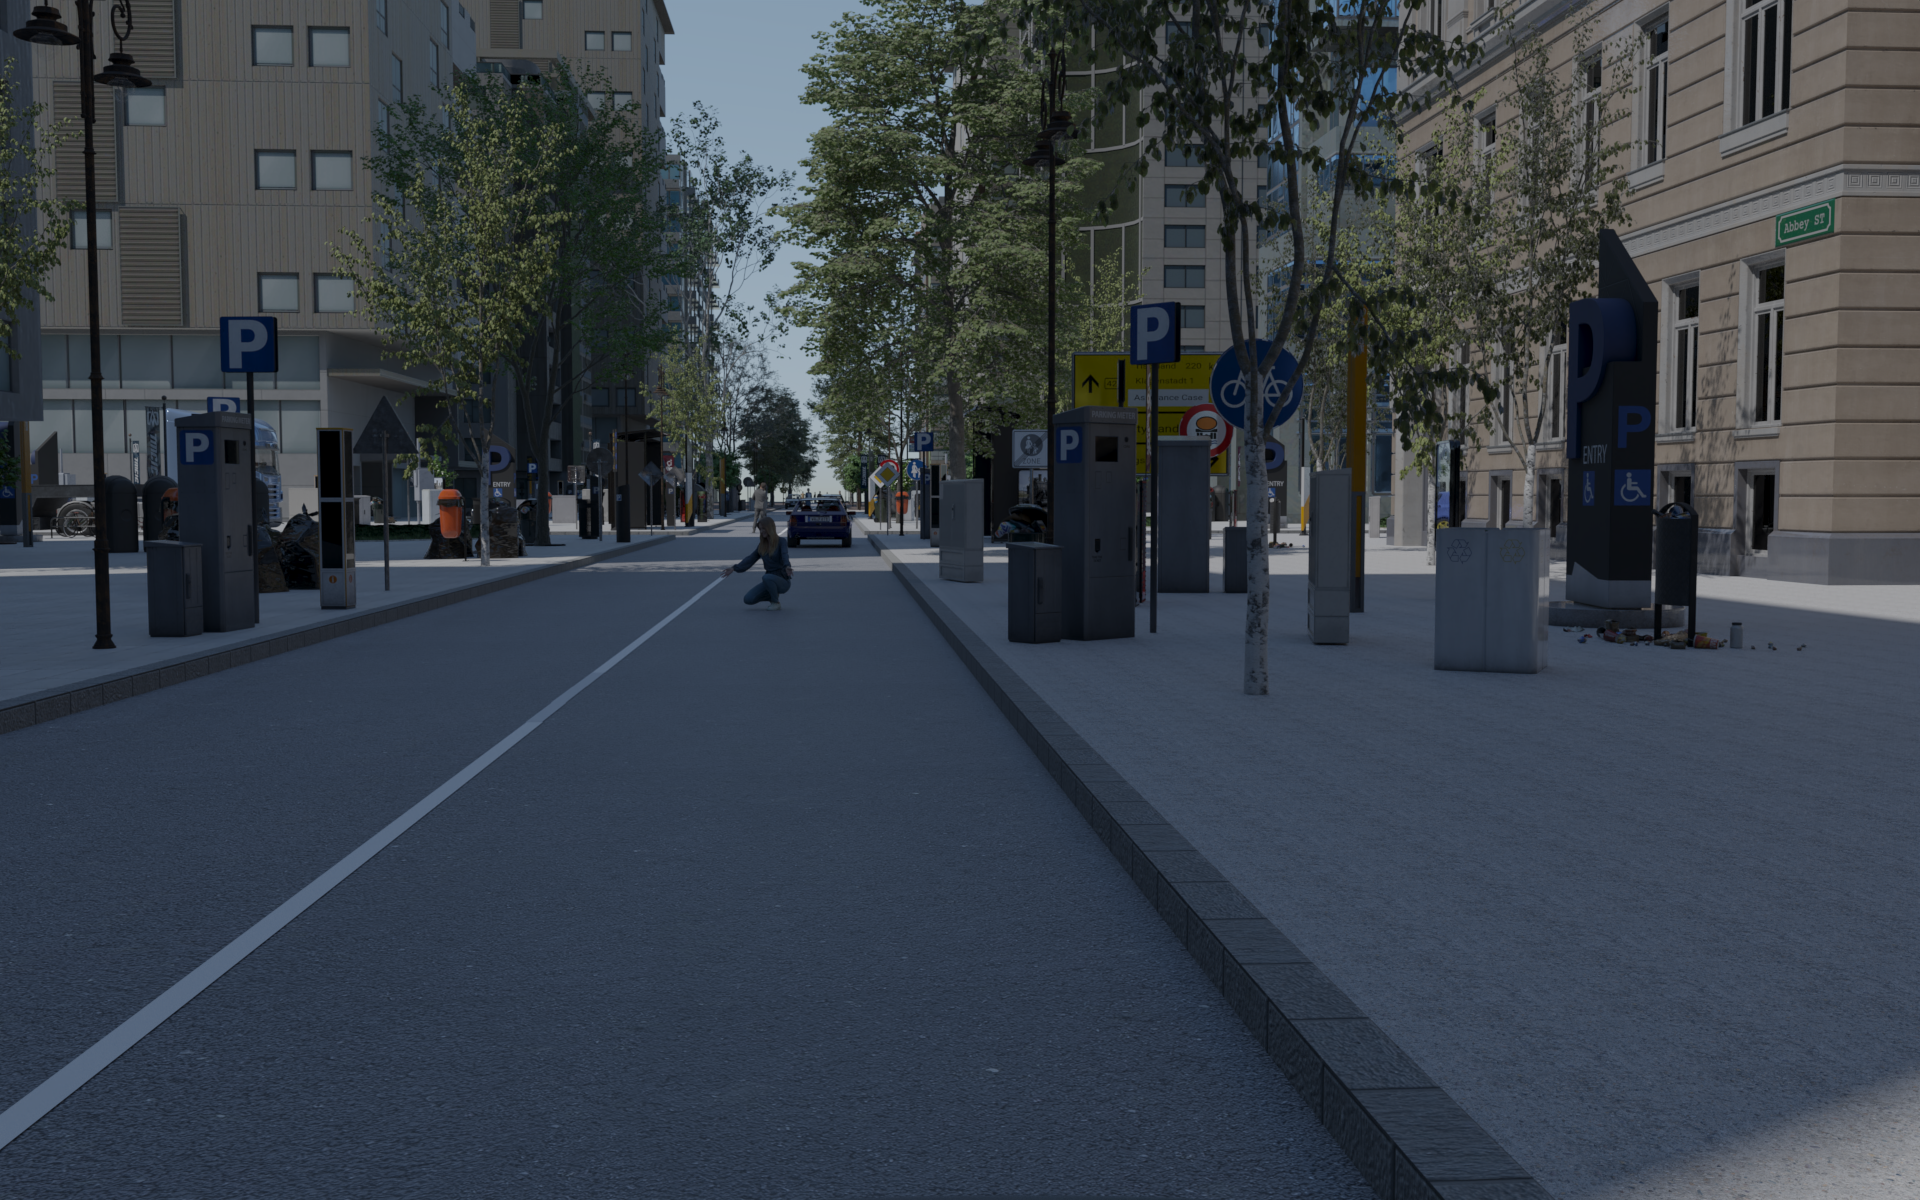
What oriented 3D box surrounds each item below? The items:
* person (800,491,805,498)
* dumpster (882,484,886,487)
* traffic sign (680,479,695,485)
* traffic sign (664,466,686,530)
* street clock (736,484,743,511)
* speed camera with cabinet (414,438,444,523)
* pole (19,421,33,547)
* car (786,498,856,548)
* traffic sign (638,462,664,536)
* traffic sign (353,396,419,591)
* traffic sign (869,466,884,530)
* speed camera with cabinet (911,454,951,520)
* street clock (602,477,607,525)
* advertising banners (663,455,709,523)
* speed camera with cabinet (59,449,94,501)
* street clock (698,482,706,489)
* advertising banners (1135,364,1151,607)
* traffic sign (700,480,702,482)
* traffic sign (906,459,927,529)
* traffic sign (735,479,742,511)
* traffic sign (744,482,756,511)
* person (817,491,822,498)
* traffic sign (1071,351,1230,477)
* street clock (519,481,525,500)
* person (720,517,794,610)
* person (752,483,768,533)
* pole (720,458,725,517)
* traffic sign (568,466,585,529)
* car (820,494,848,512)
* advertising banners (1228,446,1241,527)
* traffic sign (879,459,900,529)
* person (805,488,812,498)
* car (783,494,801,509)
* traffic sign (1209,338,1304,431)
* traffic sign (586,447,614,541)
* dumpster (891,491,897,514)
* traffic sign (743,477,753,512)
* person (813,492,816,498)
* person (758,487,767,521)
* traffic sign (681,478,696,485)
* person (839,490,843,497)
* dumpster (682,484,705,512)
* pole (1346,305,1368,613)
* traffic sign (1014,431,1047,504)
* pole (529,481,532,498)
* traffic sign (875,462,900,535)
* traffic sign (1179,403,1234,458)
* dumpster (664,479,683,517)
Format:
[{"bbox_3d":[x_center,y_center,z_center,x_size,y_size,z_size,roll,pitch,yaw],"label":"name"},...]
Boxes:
[{"bbox_3d":[-20.629,-13.393,227.562,1.348,1.812,0.705,1,4,12],"label":"person"},{"bbox_3d":[-3.686,-5.644,94.769,1.502,2.255,1.985,0,4,-4],"label":"dumpster"},{"bbox_3d":[-15.206,-5.900,96.463,0.884,2.594,0.081,0,4,-1],"label":"traffic sign"},{"bbox_3d":[-10.058,-3.515,61.115,0.795,2.450,0.064,0,4,-4],"label":"traffic sign"},{"bbox_3d":[-16.426,-7.613,129.049,0.358,2.002,0.471,3,4,38],"label":"street clock"},{"bbox_3d":[-18.719,-4.085,61.118,0.660,3.252,2.038,-2,4,-31],"label":"speed camera with cabinet"},{"bbox_3d":[-22.490,-2.928,41.709,0.158,3.312,0.155,0,3,0],"label":"pole"},{"bbox_3d":[-3.845,-2.150,47.732,1.945,1.354,3.894,0,4,-3],"label":"car"},{"bbox_3d":[-9.472,-3.028,53.151,0.795,2.450,0.064,0,4,-4],"label":"traffic sign"},{"bbox_3d":[-7.608,-1.402,22.934,0.884,2.594,0.081,0,4,-1],"label":"traffic sign"},{"bbox_3d":[-2.832,-3.546,61.625,0.795,2.450,0.064,0,4,-4],"label":"traffic sign"},{"bbox_3d":[-1.352,-5.534,84.823,2.038,3.252,0.660,0,4,-3],"label":"speed camera with cabinet"},{"bbox_3d":[-14.855,-4.107,71.715,0.471,2.002,0.358,1,4,9],"label":"street clock"},{"bbox_3d":[-12.353,-5.010,78.103,2.074,3.025,0.090,-1,4,-19],"label":"advertising banners"},{"bbox_3d":[-38.468,-4.972,75.632,2.038,3.252,0.660,1,4,11],"label":"speed camera with cabinet"},{"bbox_3d":[-15.533,-6.105,104.389,0.471,2.002,0.358,1,4,14],"label":"street clock"},{"bbox_3d":[2.157,-1.486,20.476,0.090,3.025,2.074,1,4,11],"label":"advertising banners"},{"bbox_3d":[-16.813,-6.991,114.407,0.768,2.556,0.104,0,4,2],"label":"traffic sign"},{"bbox_3d":[-1.586,-3.895,63.793,0.768,2.556,0.104,0,4,1],"label":"traffic sign"},{"bbox_3d":[-16.916,-8.023,131.287,0.768,2.556,0.104,0,4,-2],"label":"traffic sign"},{"bbox_3d":[-15.709,-7.932,129.696,0.884,2.594,0.081,0,4,2],"label":"traffic sign"},{"bbox_3d":[-15.058,-10.890,187.079,0.617,1.759,0.750,2,4,28],"label":"person"},{"bbox_3d":[2.727,-1.893,24.830,2.265,3.308,0.079,0,4,2],"label":"traffic sign"},{"bbox_3d":[-24.054,-5.539,95.127,0.358,2.002,0.471,-1,4,-17],"label":"street clock"},{"bbox_3d":[-2.347,-0.452,21.389,1.012,1.151,0.738,3,4,39],"label":"person"},{"bbox_3d":[-7.375,-3.398,63.859,0.655,1.846,0.447,1,4,14],"label":"person"},{"bbox_3d":[-13.943,-6.574,101.324,0.158,3.312,0.155,0,3,0],"label":"pole"},{"bbox_3d":[-13.886,-3.704,62.697,0.606,2.300,0.079,0,4,-4],"label":"traffic sign"},{"bbox_3d":[-7.443,-5.531,100.214,2.009,1.686,4.222,0,4,-5],"label":"car"},{"bbox_3d":[9.951,-4.065,62.643,0.090,3.025,2.074,1,4,20],"label":"advertising banners"},{"bbox_3d":[-2.579,-3.853,63.104,0.768,2.556,0.104,0,4,-1],"label":"traffic sign"},{"bbox_3d":[-9.833,-6.354,112.411,0.581,1.822,0.654,0,4,-3],"label":"person"},{"bbox_3d":[-15.876,-9.534,165.674,2.009,1.686,4.222,0,4,-5],"label":"car"},{"bbox_3d":[2.432,-0.867,14.287,0.768,2.556,0.104,0,4,2],"label":"traffic sign"},{"bbox_3d":[-9.802,-2.879,47.184,0.768,2.556,0.104,0,4,2],"label":"traffic sign"},{"bbox_3d":[-3.348,-5.202,90.804,1.264,1.857,1.865,0,4,-4],"label":"dumpster"},{"bbox_3d":[-15.521,-7.746,126.745,0.768,2.556,0.104,0,4,5],"label":"traffic sign"},{"bbox_3d":[-22.628,-15.942,269.705,0.434,1.755,0.990,0,4,-3],"label":"person"},{"bbox_3d":[-8.809,-4.184,77.006,0.767,1.812,0.694,-1,4,-13],"label":"person"},{"bbox_3d":[-15.947,-6.229,101.840,0.884,2.594,0.081,0,4,2],"label":"traffic sign"},{"bbox_3d":[-8.955,-7.310,129.028,0.512,1.701,0.522,1,4,18],"label":"person"},{"bbox_3d":[-15.065,-5.631,97.817,1.264,1.857,1.865,0,4,-4],"label":"dumpster"},{"bbox_3d":[4.275,-1.520,18.699,0.158,3.312,0.155,0,3,0],"label":"pole"},{"bbox_3d":[1.137,-1.558,27.604,0.606,2.300,0.079,0,4,0],"label":"traffic sign"},{"bbox_3d":[-27.478,-7.158,110.880,0.158,3.312,0.155,0,3,0],"label":"pole"},{"bbox_3d":[-2.246,-3.059,53.661,0.795,2.450,0.064,0,4,-4],"label":"traffic sign"},{"bbox_3d":[3.440,-1.478,24.276,0.768,2.556,0.104,0,4,1],"label":"traffic sign"},{"bbox_3d":[-16.525,-5.876,98.565,1.502,2.255,1.985,0,4,-4],"label":"dumpster"}]
